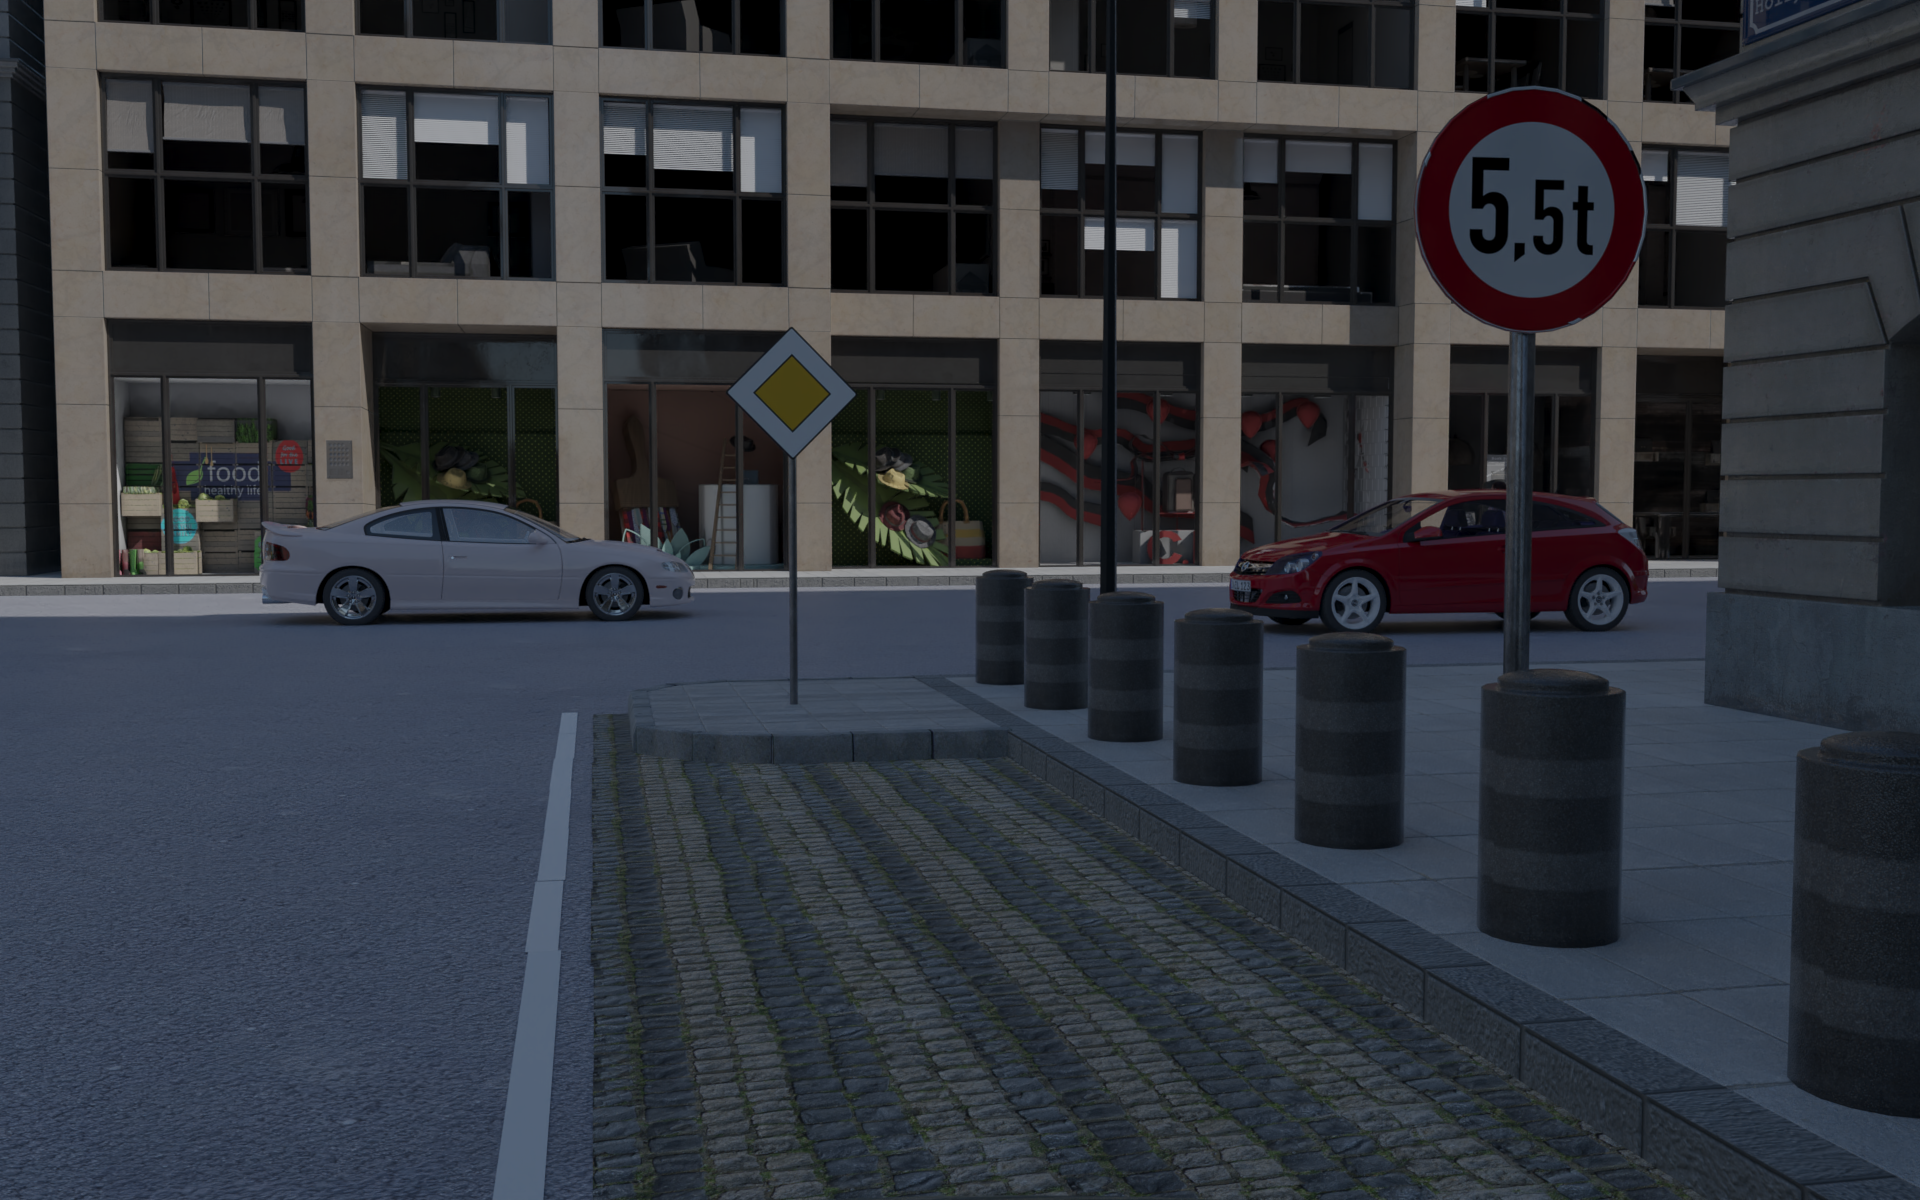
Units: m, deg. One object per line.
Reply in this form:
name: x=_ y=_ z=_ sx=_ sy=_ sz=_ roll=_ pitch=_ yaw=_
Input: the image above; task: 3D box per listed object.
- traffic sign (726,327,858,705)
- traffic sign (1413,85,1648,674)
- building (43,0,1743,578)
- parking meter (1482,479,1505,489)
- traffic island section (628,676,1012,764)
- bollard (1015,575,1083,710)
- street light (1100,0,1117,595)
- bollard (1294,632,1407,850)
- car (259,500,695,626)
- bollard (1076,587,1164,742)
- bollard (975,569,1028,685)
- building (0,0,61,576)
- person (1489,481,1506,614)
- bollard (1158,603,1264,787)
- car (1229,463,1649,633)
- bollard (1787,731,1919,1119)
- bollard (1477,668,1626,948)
traffic sign: x=-1.016 y=-0.420 z=10.505 sx=0.795 sy=2.450 sz=0.064 roll=-1 pitch=4 yaw=-12
traffic sign: x=1.784 y=-0.331 z=5.522 sx=0.768 sy=2.556 sz=0.104 roll=0 pitch=4 yaw=-7
building: x=0.974 y=-14.307 z=38.442 sx=34.151 sy=26.468 sz=19.350 roll=-1 pitch=4 yaw=-12
parking meter: x=9.114 y=-1.297 z=29.614 sx=0.372 sy=1.533 sz=0.369 roll=0 pitch=3 yaw=0
traffic island section: x=-0.995 y=0.715 z=10.587 sx=2.009 sy=0.180 sz=2.903 roll=-1 pitch=4 yaw=-12
bollard: x=0.587 y=0.261 z=10.453 sx=0.404 sy=0.777 sz=0.398 roll=0 pitch=3 yaw=0
street light: x=0.395 y=-2.326 z=10.566 sx=1.470 sy=5.913 sz=1.316 roll=-1 pitch=4 yaw=-12
bollard: x=1.444 y=0.508 z=6.417 sx=0.404 sy=0.777 sz=0.398 roll=0 pitch=3 yaw=0
car: x=-5.496 y=-0.466 z=19.982 sx=4.827 sy=1.381 sz=2.083 roll=-1 pitch=4 yaw=-13
bollard: x=0.873 y=0.343 z=9.115 sx=0.404 sy=0.777 sz=0.398 roll=0 pitch=3 yaw=0
bollard: x=0.305 y=0.179 z=11.793 sx=0.404 sy=0.777 sz=0.398 roll=0 pitch=3 yaw=0
building: x=-30.110 y=-15.346 z=28.399 sx=29.804 sy=29.767 sz=11.434 roll=-1 pitch=4 yaw=-12
person: x=6.458 y=-0.638 z=20.886 sx=0.435 sy=1.587 sz=0.963 roll=2 pitch=4 yaw=33
bollard: x=1.157 y=0.425 z=7.762 sx=0.404 sy=0.777 sz=0.398 roll=0 pitch=3 yaw=0
car: x=5.068 y=-0.580 z=18.519 sx=4.494 sy=1.783 sz=2.155 roll=-1 pitch=4 yaw=-12
bollard: x=2.010 y=0.672 z=3.726 sx=0.404 sy=0.777 sz=0.398 roll=0 pitch=3 yaw=0
bollard: x=1.726 y=0.590 z=5.064 sx=0.404 sy=0.777 sz=0.398 roll=0 pitch=3 yaw=0
